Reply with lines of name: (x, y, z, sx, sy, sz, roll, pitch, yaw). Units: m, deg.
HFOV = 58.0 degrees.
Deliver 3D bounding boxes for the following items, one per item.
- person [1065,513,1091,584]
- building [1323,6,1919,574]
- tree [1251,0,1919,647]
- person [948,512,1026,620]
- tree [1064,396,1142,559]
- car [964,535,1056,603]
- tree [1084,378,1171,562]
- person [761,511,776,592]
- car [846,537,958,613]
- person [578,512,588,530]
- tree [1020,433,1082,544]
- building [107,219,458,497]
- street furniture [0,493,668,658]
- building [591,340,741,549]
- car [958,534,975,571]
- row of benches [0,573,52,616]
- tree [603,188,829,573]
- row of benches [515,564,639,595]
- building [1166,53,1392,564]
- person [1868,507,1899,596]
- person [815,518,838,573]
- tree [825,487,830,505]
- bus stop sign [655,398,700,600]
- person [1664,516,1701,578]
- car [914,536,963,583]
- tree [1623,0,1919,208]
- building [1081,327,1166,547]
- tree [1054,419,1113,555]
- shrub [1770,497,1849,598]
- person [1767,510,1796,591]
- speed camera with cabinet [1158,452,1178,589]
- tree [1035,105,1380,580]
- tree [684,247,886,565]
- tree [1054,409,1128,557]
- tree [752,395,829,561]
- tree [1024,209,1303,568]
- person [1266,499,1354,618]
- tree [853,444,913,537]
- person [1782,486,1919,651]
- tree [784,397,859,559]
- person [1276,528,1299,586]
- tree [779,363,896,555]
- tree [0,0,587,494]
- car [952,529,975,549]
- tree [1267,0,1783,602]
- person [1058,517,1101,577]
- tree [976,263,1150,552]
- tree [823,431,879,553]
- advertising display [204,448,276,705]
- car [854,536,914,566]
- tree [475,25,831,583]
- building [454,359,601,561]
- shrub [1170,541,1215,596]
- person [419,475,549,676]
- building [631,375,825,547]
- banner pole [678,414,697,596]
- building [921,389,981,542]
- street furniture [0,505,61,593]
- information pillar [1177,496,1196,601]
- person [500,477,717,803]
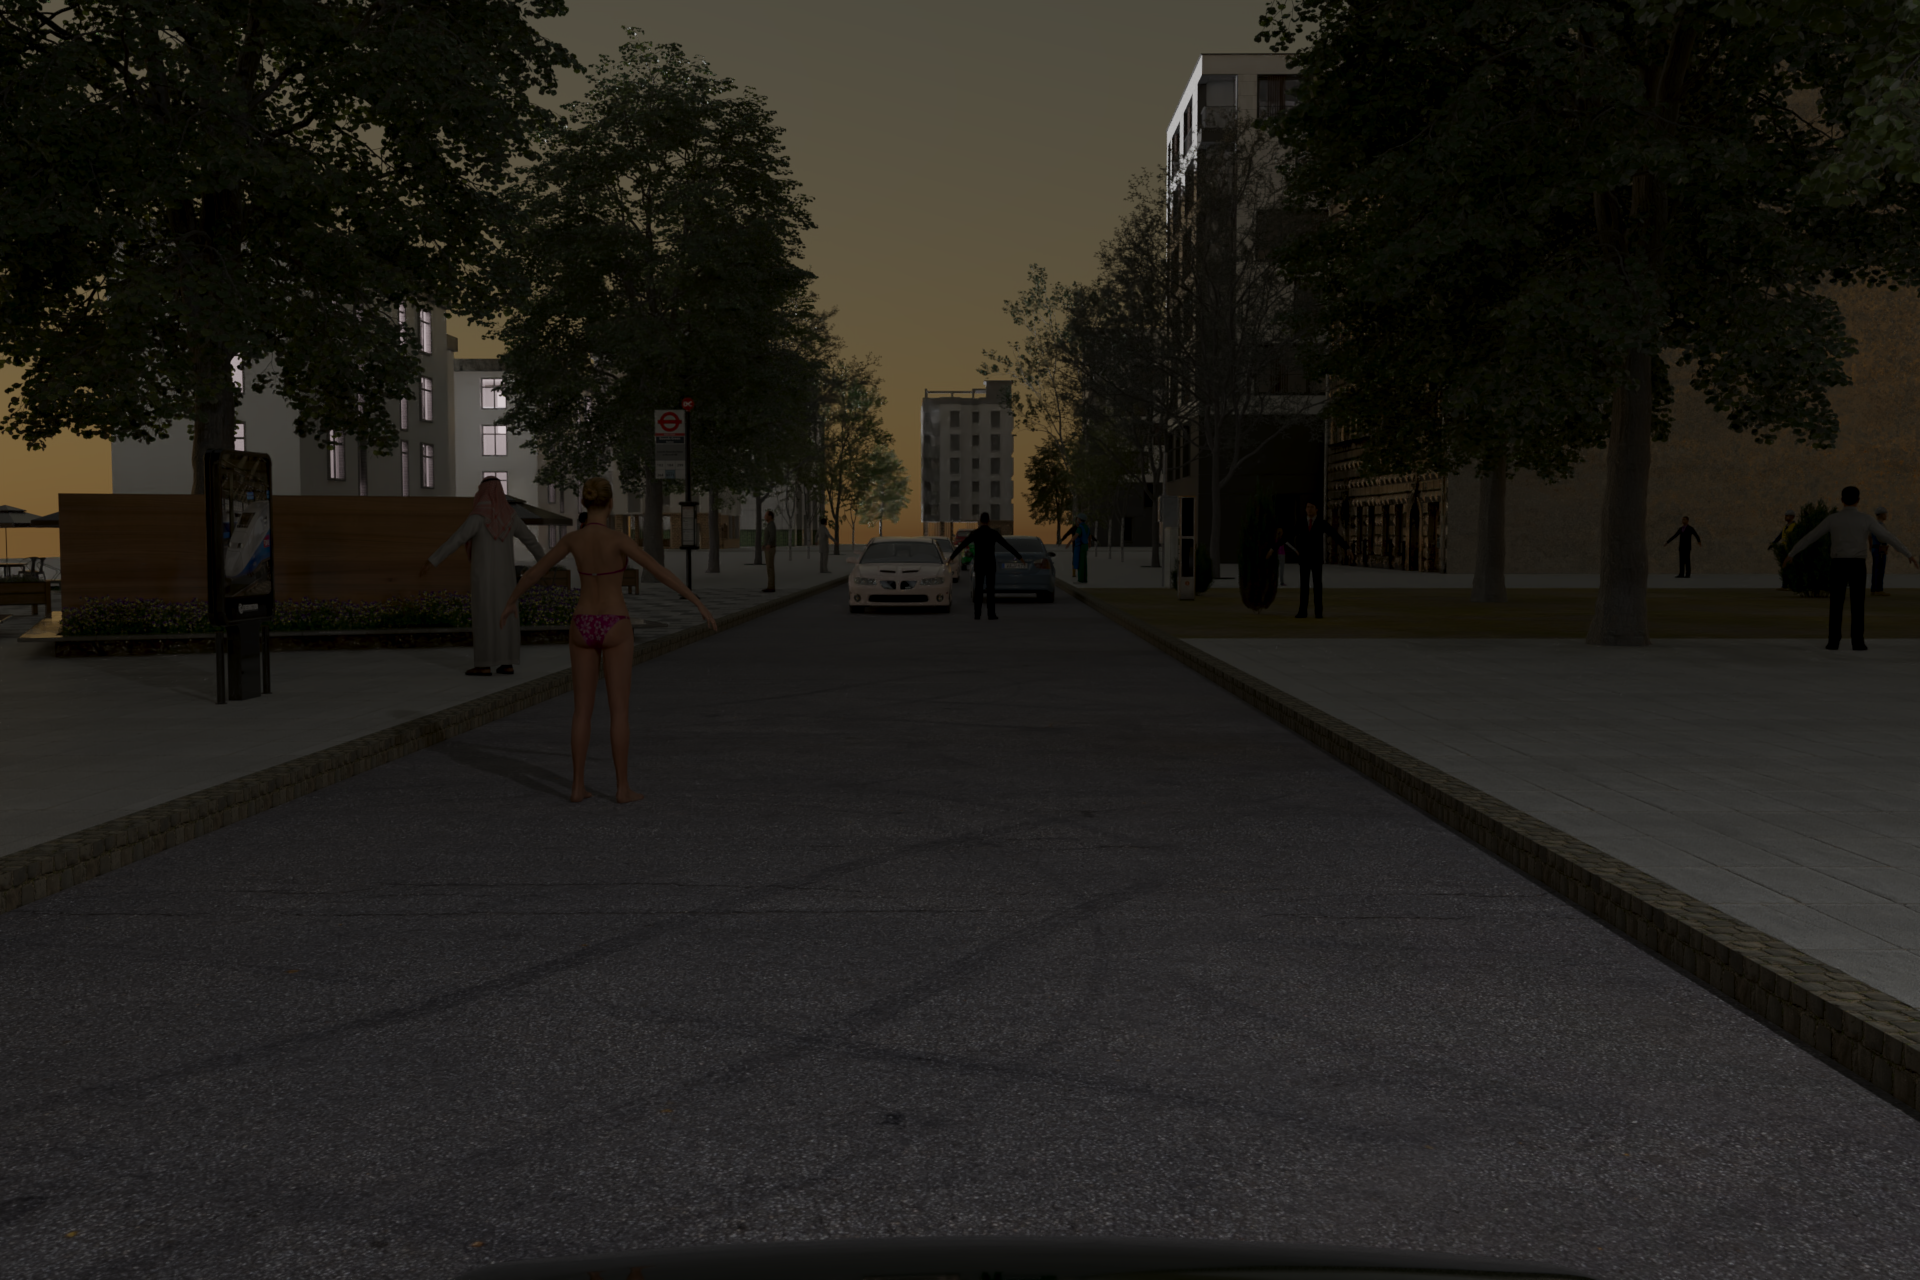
person: (3.098, -2.346, 44.476, 0.704, 1.817, 1.347, 2, 4, 30)
building: (24.735, -14.245, 63.841, 19.493, 23.208, 18.063, 0, 3, 0)
tree: (7.701, -6.920, 19.794, 9.857, 13.997, 8.962, 0, 3, 0)
person: (0.426, -1.246, 29.050, 1.346, 1.802, 0.704, 1, 4, 14)
tree: (7.522, -8.408, 87.838, 4.737, 8.622, 4.395, 0, 3, 0)
car: (1.103, -1.557, 37.456, 2.014, 1.417, 4.499, 0, 4, 0)
tree: (7.278, -7.828, 78.350, 4.360, 8.622, 3.978, 0, 3, 0)
person: (-4.230, -1.960, 38.314, 0.705, 1.796, 1.348, -1, 4, -10)
car: (-1.082, -1.256, 32.892, 2.083, 1.381, 4.827, 0, 4, 0)
person: (-9.051, -2.192, 41.981, 0.704, 1.843, 1.345, -1, 4, -21)
tree: (12.482, -18.962, 216.683, 9.857, 13.997, 8.962, 0, 3, 0)
building: (-22.201, -7.225, 60.275, 9.099, 9.664, 28.070, 0, 4, 0)
street furniture: (-7.144, -0.877, 21.202, 11.010, 1.723, 9.812, -2, 4, -25)
building: (-25.578, -17.911, 149.267, 16.016, 20.090, 11.380, 0, 3, 0)
car: (0.909, -3.703, 69.334, 1.959, 1.807, 4.718, 0, 4, 0)
row of benches: (-15.729, -0.642, 25.958, 1.422, 0.672, 4.104, 3, 5, 42)
tree: (-8.086, -8.521, 57.439, 7.486, 12.596, 7.792, 0, 3, 0)
row of benches: (-8.738, -1.247, 35.858, 4.104, 0.672, 1.422, -2, 4, -26)
building: (24.403, -15.055, 90.128, 27.936, 21.610, 32.646, 0, 4, 1)
person: (19.134, -1.843, 35.988, 0.705, 1.847, 1.347, 0, 4, 6)
person: (-4.444, -3.105, 56.945, 0.705, 1.806, 1.347, -3, 4, -36)
tree: (-19.711, -17.634, 214.078, 9.928, 11.665, 9.643, 0, 3, 0)
bus stop sign: (-5.540, -2.769, 33.984, 0.855, 3.939, 0.416, 0, 4, 0)
person: (21.152, -2.713, 50.581, 0.704, 1.802, 1.346, -2, 4, -24)
car: (-0.938, -2.449, 52.397, 2.083, 1.381, 4.827, 0, 4, 1)
tree: (7.026, -5.530, 8.535, 7.486, 12.596, 7.792, 0, 3, 0)
building: (26.968, -21.010, 187.489, 27.936, 21.610, 32.646, 0, 4, 1)
tree: (7.722, -9.479, 105.348, 4.360, 8.622, 3.978, 0, 3, 0)
shrub: (17.351, -1.874, 35.065, 1.690, 2.028, 1.600, 0, 3, 0)
person: (18.695, -2.027, 39.104, 0.705, 1.833, 1.349, 0, 4, -4)
speed camera with cabinet: (5.168, -2.876, 41.356, 0.660, 3.252, 2.038, 0, 4, -1)
tree: (7.405, -8.481, 49.030, 12.009, 13.543, 11.850, 0, 3, 0)
tree: (-8.268, -9.867, 71.691, 12.009, 13.543, 11.850, 0, 3, 0)
tree: (7.558, -8.976, 97.128, 4.737, 8.622, 4.395, 0, 3, 0)
tree: (-8.112, -8.082, 82.511, 4.360, 8.622, 3.978, 0, 3, 0)
tree: (7.428, -9.530, 66.190, 12.009, 13.543, 11.850, 0, 3, 0)
person: (5.349, -1.237, 26.408, 1.347, 1.806, 0.705, 2, 4, 26)
tree: (-9.489, -18.250, 216.522, 7.486, 12.596, 7.792, 0, 3, 0)
person: (9.830, -0.795, 19.158, 1.344, 1.810, 0.704, 2, 4, 32)
tree: (-7.574, -8.456, 88.621, 4.737, 8.622, 4.395, 0, 3, 0)
person: (7.962, -2.064, 43.005, 0.991, 1.433, 0.599, 3, 5, 41)
tree: (-7.608, -10.942, 104.664, 9.928, 11.665, 9.643, 0, 3, 0)
tree: (-8.765, -6.926, 19.899, 9.857, 13.997, 8.962, 0, 3, 0)
car: (0.543, -6.942, 122.168, 2.281, 1.827, 5.304, 0, 4, 1)
tree: (10.006, -7.700, 32.543, 9.857, 13.997, 8.962, 0, 3, 0)
person: (3.533, -2.775, 51.504, 1.346, 1.812, 0.704, -1, 4, -16)
tree: (7.460, -16.216, 121.028, 12.611, 20.169, 13.585, 0, 3, 0)
tree: (-7.389, -10.285, 118.527, 4.737, 8.622, 4.395, 0, 3, 0)
advertising display: (-5.573, -0.503, 13.442, 0.123, 1.923, 0.974, 0, 4, 0)
car: (-1.821, -2.129, 47.170, 2.083, 1.381, 4.827, 0, 4, 0)
tree: (-8.052, -8.491, 45.488, 9.857, 13.997, 8.962, 0, 3, 0)
building: (-24.622, -9.471, 97.003, 9.099, 9.664, 28.070, 0, 4, 0)
shrub: (4.838, -1.524, 36.028, 1.383, 1.207, 1.383, 0, 3, 0)
person: (-4.271, -0.589, 15.771, 0.704, 1.811, 1.347, 3, 5, 42)
building: (-24.867, -19.889, 191.636, 16.747, 18.905, 31.486, 0, 4, 1)
banner pole: (-5.669, -2.824, 36.189, 0.401, 3.779, 0.863, 0, 3, 0)
building: (-4.560, -21.969, 218.076, 11.380, 20.090, 16.016, 1, 4, 10)
street furniture: (-32.863, -1.962, 37.109, 27.439, 1.986, 14.083, 1, 4, 8)
information pillar: (4.363, -1.766, 33.371, 0.304, 2.012, 0.304, 0, 4, -1)
person: (-1.907, -0.004, 9.320, 1.217, 1.733, 0.721, 1, 4, 8)
